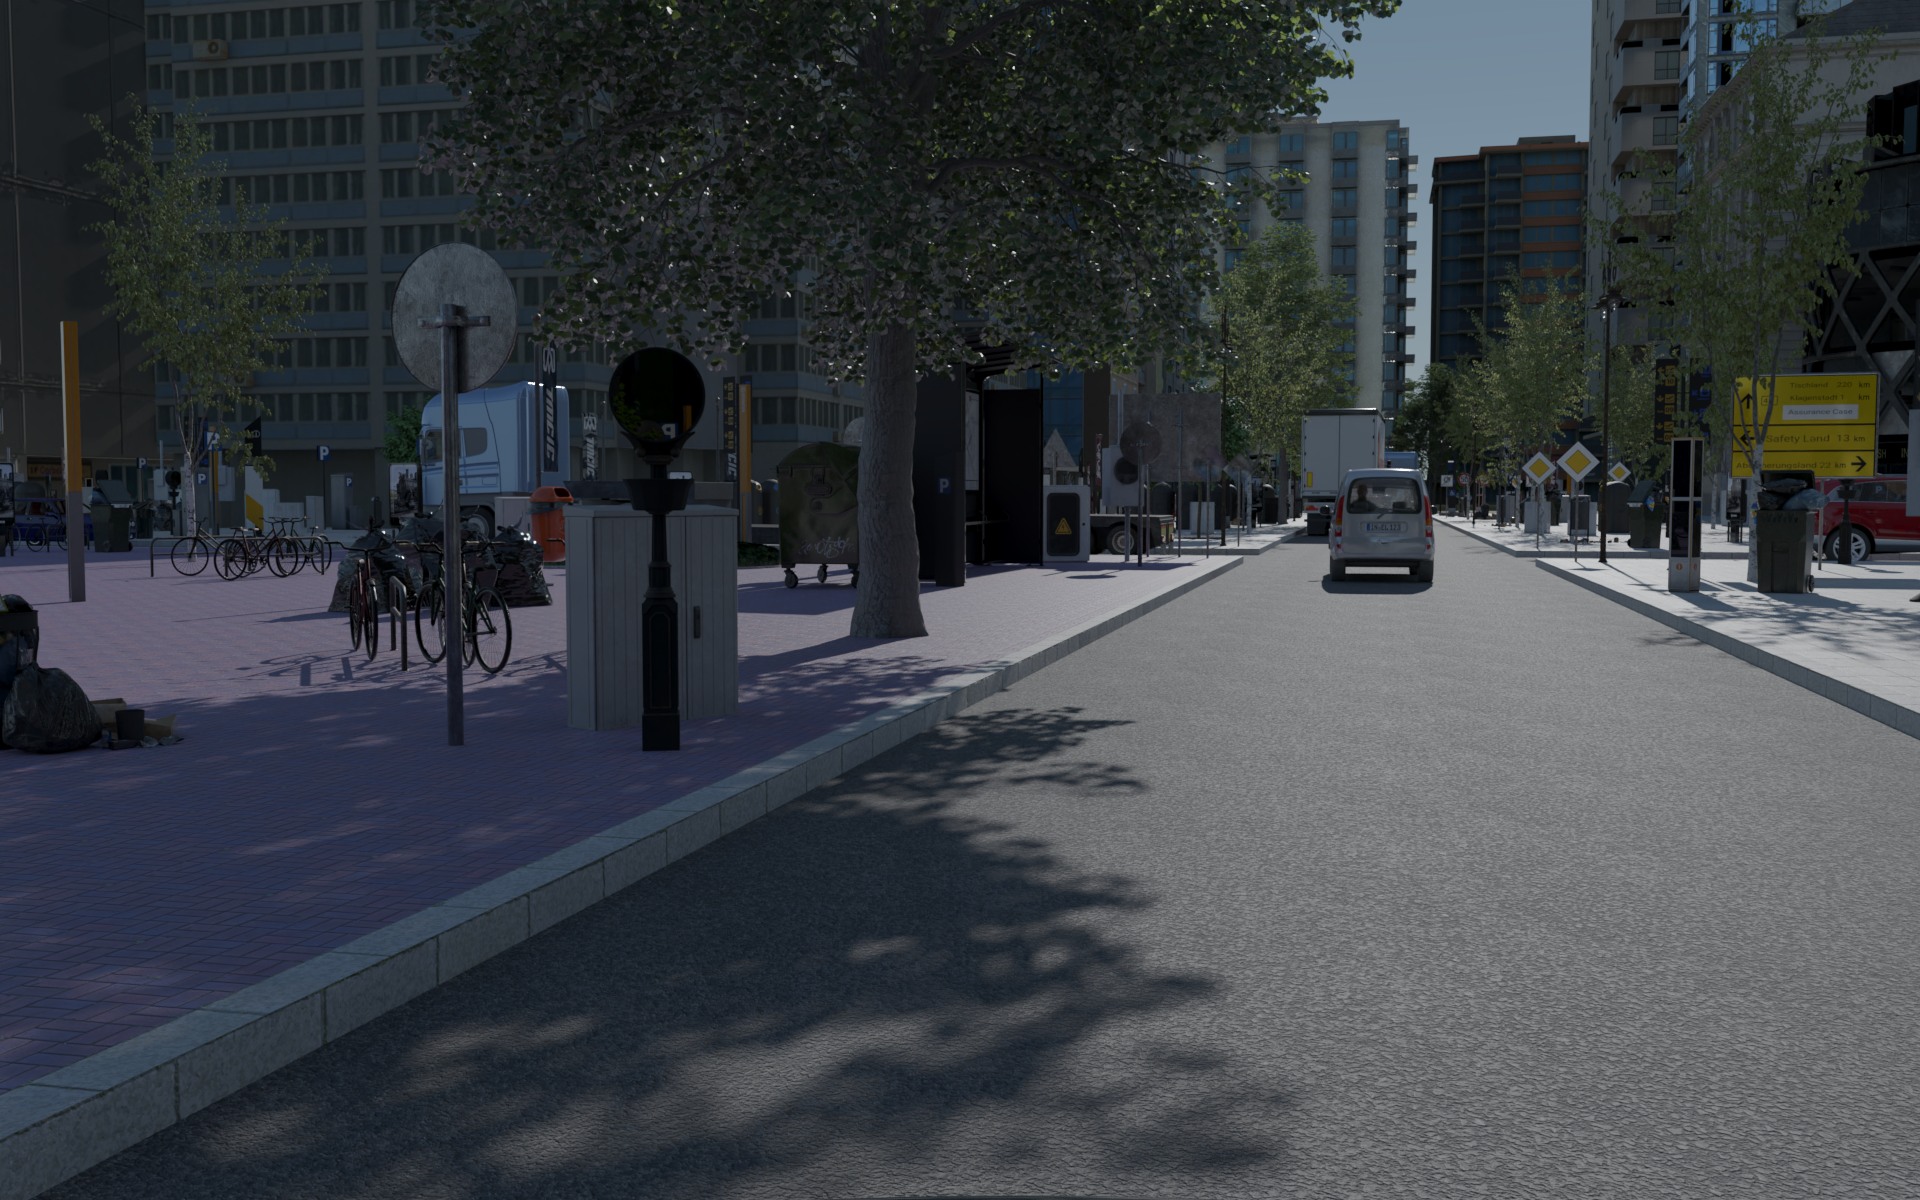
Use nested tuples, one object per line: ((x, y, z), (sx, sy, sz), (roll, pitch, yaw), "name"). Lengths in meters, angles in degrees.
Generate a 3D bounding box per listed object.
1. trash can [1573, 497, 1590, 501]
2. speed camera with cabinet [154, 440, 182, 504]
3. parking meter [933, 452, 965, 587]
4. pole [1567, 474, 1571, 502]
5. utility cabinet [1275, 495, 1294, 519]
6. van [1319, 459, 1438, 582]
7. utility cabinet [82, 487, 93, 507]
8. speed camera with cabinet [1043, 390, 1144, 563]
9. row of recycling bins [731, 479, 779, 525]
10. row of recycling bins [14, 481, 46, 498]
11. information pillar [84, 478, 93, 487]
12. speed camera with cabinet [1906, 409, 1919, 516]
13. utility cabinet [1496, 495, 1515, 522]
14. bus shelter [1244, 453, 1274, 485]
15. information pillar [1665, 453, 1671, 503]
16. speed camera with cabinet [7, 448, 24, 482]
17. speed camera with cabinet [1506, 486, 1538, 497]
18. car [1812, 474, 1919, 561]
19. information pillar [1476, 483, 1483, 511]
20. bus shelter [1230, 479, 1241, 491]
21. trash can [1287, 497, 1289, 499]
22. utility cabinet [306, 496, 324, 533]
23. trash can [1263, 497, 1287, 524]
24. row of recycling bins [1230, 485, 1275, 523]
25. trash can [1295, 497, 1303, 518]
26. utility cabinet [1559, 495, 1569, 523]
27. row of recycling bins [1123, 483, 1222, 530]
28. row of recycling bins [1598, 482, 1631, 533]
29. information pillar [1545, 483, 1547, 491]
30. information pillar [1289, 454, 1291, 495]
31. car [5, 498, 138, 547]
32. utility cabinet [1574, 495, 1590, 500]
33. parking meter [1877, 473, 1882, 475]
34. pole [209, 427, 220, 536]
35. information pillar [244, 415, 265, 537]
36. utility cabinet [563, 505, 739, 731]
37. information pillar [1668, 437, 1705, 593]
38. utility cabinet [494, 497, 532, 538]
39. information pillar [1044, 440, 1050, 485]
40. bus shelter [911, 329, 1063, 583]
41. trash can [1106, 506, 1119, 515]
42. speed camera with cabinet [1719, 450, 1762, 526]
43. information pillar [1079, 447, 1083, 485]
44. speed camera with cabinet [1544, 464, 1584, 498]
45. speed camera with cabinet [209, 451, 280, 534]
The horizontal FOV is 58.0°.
((27.819, -4.032, 77.571), (0.748, 1.137, 0.748), (0, 3, 0), "trash can")
((-28.704, -4.248, 63.788), (2.038, 3.252, 0.660), (1, 4, 22), "speed camera with cabinet")
((-0.149, -1.122, 24.057), (0.399, 1.863, 0.255), (3, 5, 40), "parking meter")
((30.249, -5.637, 86.009), (0.158, 3.312, 0.155), (0, 3, 0), "pole")
((17.030, -4.887, 91.063), (1.020, 1.237, 0.306), (2, 4, 28), "utility cabinet")
((7.187, -1.386, 29.681), (2.013, 2.044, 4.112), (1, 4, 12), "van")
((-27.363, -2.805, 54.539), (0.318, 1.500, 1.173), (2, 4, 27), "utility cabinet")
((2.412, -2.337, 32.553), (2.038, 3.252, 0.660), (-1, 4, -13), "speed camera with cabinet")
((-4.985, -2.574, 49.196), (3.534, 1.692, 1.069), (-3, 5, -42), "row of recycling bins")
((-30.811, -3.028, 56.615), (1.069, 1.692, 3.534), (-3, 5, -42), "row of recycling bins")
((-40.069, -4.597, 79.652), (0.304, 2.012, 0.304), (-3, 5, -39), "information pillar")
((10.517, -1.392, 17.091), (0.660, 3.252, 2.038), (-2, 4, -32), "speed camera with cabinet")
((24.754, -4.123, 78.580), (0.306, 1.237, 1.020), (-1, 4, -17), "utility cabinet")
((17.613, -6.838, 103.079), (1.731, 3.624, 6.357), (1, 4, 14), "bus shelter")
((36.004, -5.913, 88.039), (0.183, 3.616, 0.504), (0, 4, 3), "information pillar")
((-39.764, -4.839, 73.455), (2.038, 3.252, 0.660), (2, 4, 33), "speed camera with cabinet")
((33.142, -6.571, 101.776), (2.038, 3.252, 0.660), (2, 4, 34), "speed camera with cabinet")
((18.970, -1.570, 34.344), (5.304, 1.827, 2.281), (1, 4, 11), "car")
((33.212, -6.500, 110.761), (0.304, 2.012, 0.304), (-2, 4, -24), "information pillar")
((12.732, -5.745, 85.212), (1.731, 3.624, 6.357), (1, 4, 14), "bus shelter")
((14.723, -4.154, 79.567), (0.748, 1.137, 0.748), (0, 3, 0), "trash can")
((-21.385, -2.831, 57.442), (0.306, 1.237, 1.020), (-3, 4, -36), "utility cabinet")
((13.443, -3.855, 74.685), (0.748, 1.137, 0.748), (0, 3, 0), "trash can")
((12.272, -4.259, 76.751), (3.534, 1.692, 1.069), (2, 4, 30), "row of recycling bins")
((18.002, -4.949, 92.566), (0.748, 1.137, 0.748), (0, 3, 0), "trash can")
((26.968, -4.104, 78.267), (1.020, 1.237, 0.306), (1, 4, 12), "utility cabinet")
((7.790, -3.396, 62.637), (3.534, 1.692, 1.069), (1, 4, 13), "row of recycling bins")
((22.056, -3.129, 58.274), (1.069, 1.692, 3.534), (1, 4, 18), "row of recycling bins")
((30.750, -5.257, 90.440), (0.304, 2.012, 0.304), (0, 4, 4), "information pillar")
((18.601, -6.502, 97.666), (0.183, 3.616, 0.504), (1, 4, 14), "information pillar")
((-24.041, -2.053, 46.148), (3.894, 1.354, 1.945), (1, 4, 14), "car")
((32.884, -4.916, 91.531), (1.020, 1.237, 0.306), (-2, 4, -34), "utility cabinet")
((25.005, -2.529, 47.054), (0.255, 1.863, 0.399), (-3, 5, -45), "parking meter")
((-22.557, -3.582, 52.404), (0.158, 3.312, 0.155), (0, 3, 0), "pole")
((-20.967, -3.676, 51.459), (0.504, 3.616, 0.183), (-2, 4, -30), "information pillar")
((-1.722, 0.084, 9.791), (0.306, 1.237, 1.020), (3, 5, 42), "utility cabinet")
((9.477, -1.108, 22.613), (0.304, 2.012, 0.304), (-3, 5, -42), "information pillar")
((-9.678, -1.636, 37.905), (0.306, 1.237, 1.020), (2, 4, 35), "utility cabinet")
((3.671, -5.060, 74.086), (0.183, 3.616, 0.504), (2, 4, 35), "information pillar")
((0.291, -2.239, 27.893), (1.731, 3.624, 6.357), (1, 4, 14), "bus shelter")
((6.807, -4.016, 77.311), (0.748, 1.137, 0.748), (0, 3, 0), "trash can")
((31.402, -4.577, 69.175), (2.038, 3.252, 0.660), (-2, 4, -24), "speed camera with cabinet")
((6.088, -5.866, 87.262), (0.183, 3.616, 0.504), (-1, 4, -14), "information pillar")
((32.914, -6.103, 94.125), (2.038, 3.252, 0.660), (-1, 4, -22), "speed camera with cabinet")
((-23.275, -3.793, 56.351), (2.038, 3.252, 0.660), (-1, 4, -11), "speed camera with cabinet")
